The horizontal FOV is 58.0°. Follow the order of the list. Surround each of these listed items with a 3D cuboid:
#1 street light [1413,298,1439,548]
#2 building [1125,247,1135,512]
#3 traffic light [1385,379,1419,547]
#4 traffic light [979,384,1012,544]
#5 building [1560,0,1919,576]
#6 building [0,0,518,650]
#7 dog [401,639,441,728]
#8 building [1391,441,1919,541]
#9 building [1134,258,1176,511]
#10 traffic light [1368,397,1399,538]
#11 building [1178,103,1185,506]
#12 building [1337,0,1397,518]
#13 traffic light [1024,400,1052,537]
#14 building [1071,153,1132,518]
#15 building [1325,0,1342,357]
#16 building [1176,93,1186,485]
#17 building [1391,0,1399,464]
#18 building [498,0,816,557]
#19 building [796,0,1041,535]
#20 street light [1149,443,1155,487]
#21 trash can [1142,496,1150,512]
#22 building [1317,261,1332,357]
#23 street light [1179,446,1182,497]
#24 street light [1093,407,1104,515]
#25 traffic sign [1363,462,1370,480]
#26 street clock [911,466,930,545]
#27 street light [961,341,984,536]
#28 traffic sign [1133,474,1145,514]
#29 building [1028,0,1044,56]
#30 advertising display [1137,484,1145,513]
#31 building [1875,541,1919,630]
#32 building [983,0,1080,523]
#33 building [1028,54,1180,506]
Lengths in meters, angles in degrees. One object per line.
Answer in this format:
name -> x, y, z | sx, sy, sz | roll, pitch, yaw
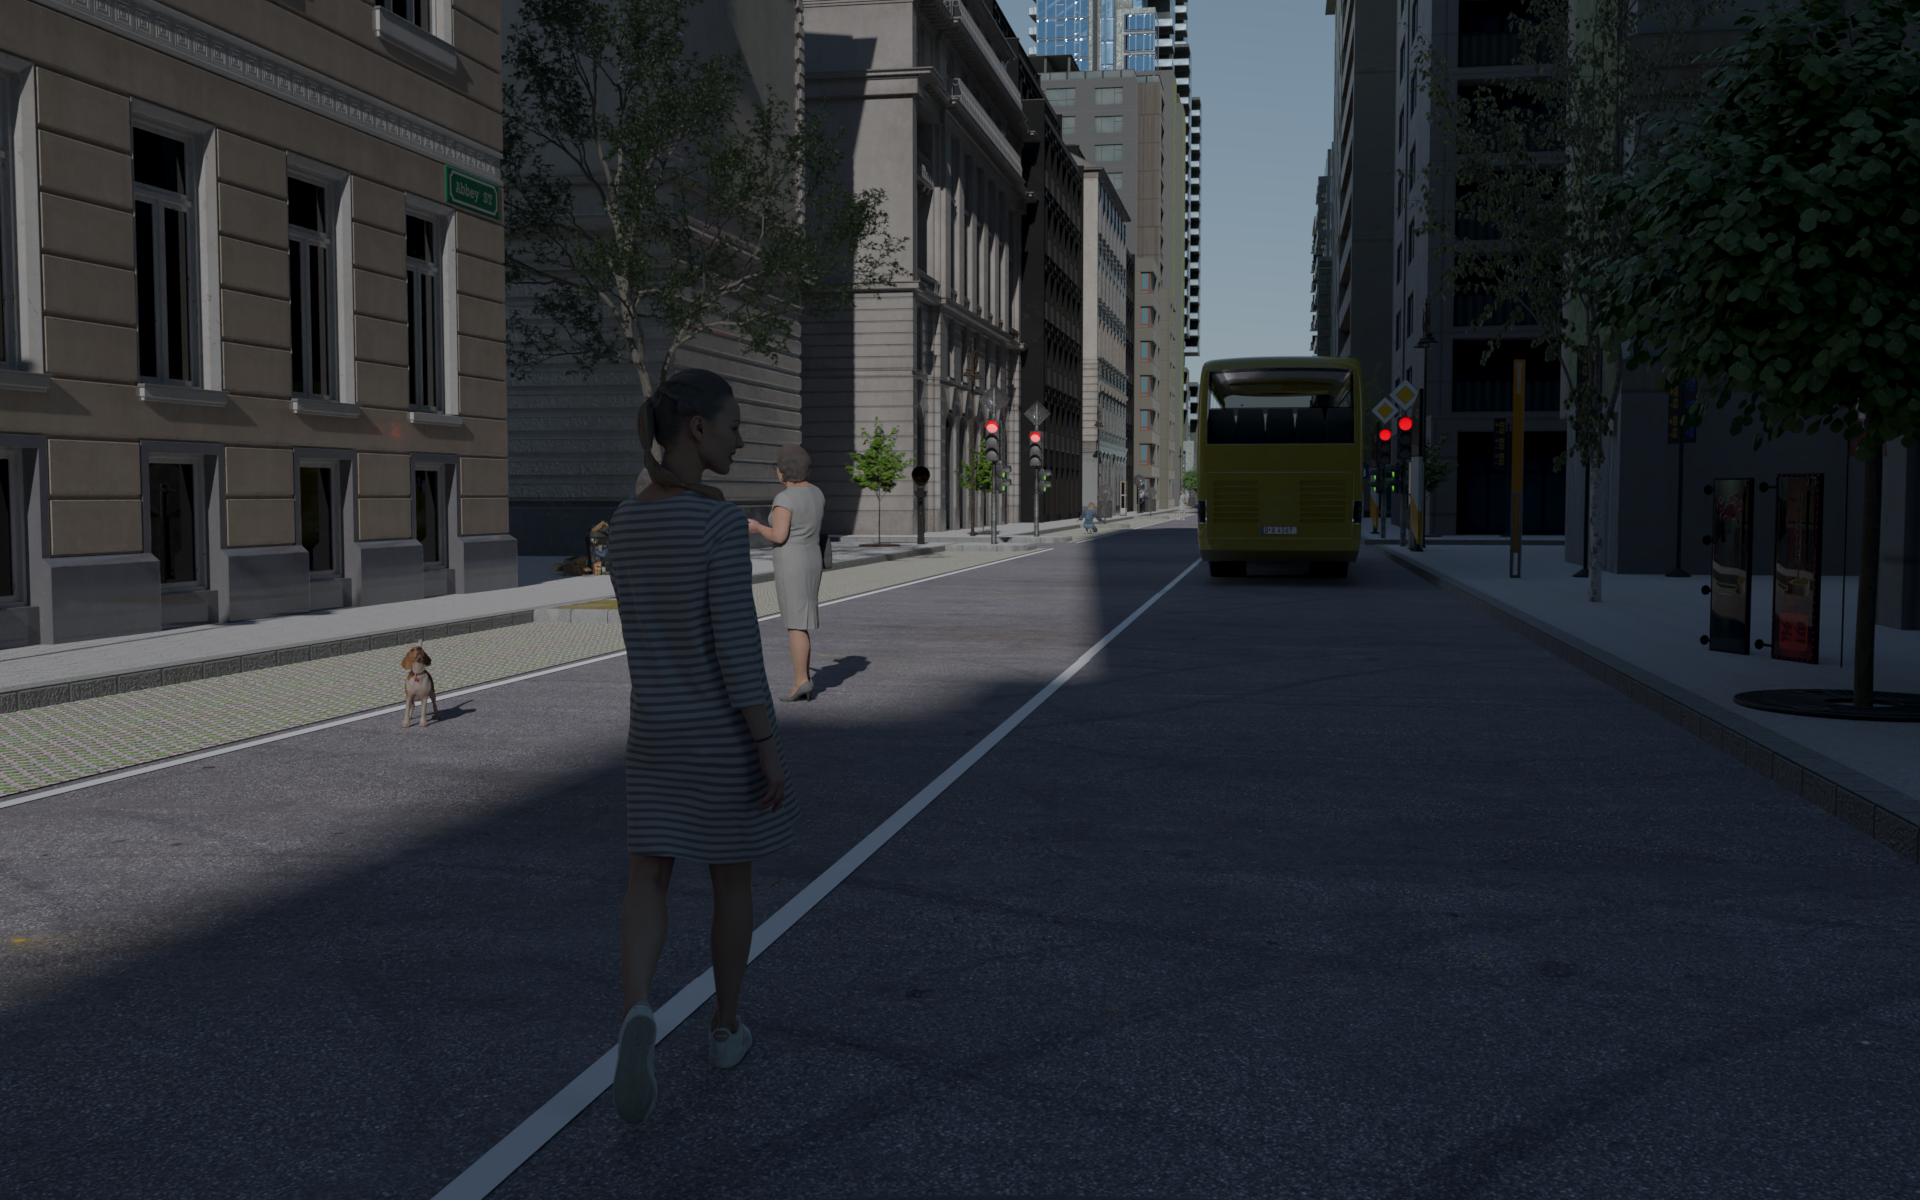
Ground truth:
street light -> 11.026, -4.178, 41.102 | 0.468, 5.910, 1.993 | 1, 4, 10
building -> 5.175, -17.684, 118.813 | 12.332, 23.373, 15.834 | 1, 4, 10
traffic light -> 10.831, -3.265, 42.310 | 0.839, 4.253, 0.868 | 1, 4, 10
traffic light -> 0.881, -3.375, 44.106 | 0.839, 4.253, 0.868 | 1, 4, 10
building -> 18.633, -21.302, 31.887 | 14.154, 41.232, 14.086 | 1, 4, 10
building -> -13.925, -13.978, 14.442 | 13.634, 28.700, 20.117 | 1, 4, 10
dog -> -3.368, 0.519, 10.805 | 0.540, 0.507, 0.406 | 3, 4, 37
building -> 26.486, -38.002, 59.584 | 20.611, 71.187, 20.563 | 1, 4, 10
building -> 3.097, -18.255, 143.501 | 27.650, 21.520, 28.899 | 1, 4, 10
traffic light -> 12.267, -3.746, 50.165 | 0.839, 4.253, 0.868 | 1, 4, 10
building -> 15.473, -30.193, 177.256 | 14.154, 41.232, 14.086 | 1, 4, 10
building -> 33.547, -29.220, 101.456 | 21.300, 48.544, 21.600 | 1, 4, 10
traffic light -> 2.317, -3.856, 51.961 | 0.839, 4.253, 0.868 | 1, 4, 10
building -> 4.374, -15.436, 101.523 | 9.793, 20.994, 18.267 | 1, 4, 10
building -> 48.598, -34.947, 160.615 | 28.713, 52.752, 27.495 | 1, 4, 10
building -> 17.482, -33.109, 191.434 | 14.600, 45.320, 14.200 | 1, 4, 10
building -> 26.860, -26.078, 76.494 | 14.600, 45.320, 14.200 | 1, 4, 10
building -> -13.962, -12.965, 40.852 | 19.941, 23.489, 11.050 | 1, 4, 10
building -> -5.154, -13.694, 65.695 | 13.314, 21.916, 24.055 | 1, 4, 10
street light -> 14.191, -9.518, 128.401 | 0.468, 5.910, 1.993 | 1, 4, 10
trash can -> 13.166, -6.782, 122.543 | 0.748, 1.137, 0.748 | 0, 3, 0
building -> 51.163, -27.046, 213.905 | 14.160, 30.474, 14.107 | 1, 4, 10
street light -> 21.150, -11.830, 166.205 | 0.468, 5.910, 1.993 | 1, 4, 10
street light -> 7.233, -7.191, 90.363 | 0.468, 5.910, 1.993 | 1, 4, 10
traffic sign -> 15.433, -4.082, 66.838 | 0.768, 2.556, 0.104 | 1, 4, 13
street clock -> -0.995, -2.414, 44.043 | 0.471, 2.002, 0.358 | 0, 4, 1
street light -> 0.383, -4.879, 52.562 | 0.468, 5.910, 1.993 | 1, 4, 10
traffic sign -> 11.605, -6.869, 112.408 | 0.768, 2.556, 0.104 | 1, 4, 16
building -> 20.149, -55.799, 224.976 | 22.319, 86.520, 31.000 | 1, 4, 10
advertising display -> 12.018, -6.728, 115.218 | 0.123, 1.923, 0.974 | 2, 4, 32
building -> 17.199, -34.541, 2.993 | 20.563, 71.187, 20.611 | 1, 4, 10
building -> -0.936, -15.623, 85.118 | 12.332, 23.373, 15.834 | 1, 4, 10
building -> 12.840, -29.349, 163.444 | 14.154, 41.232, 14.086 | 1, 4, 10
